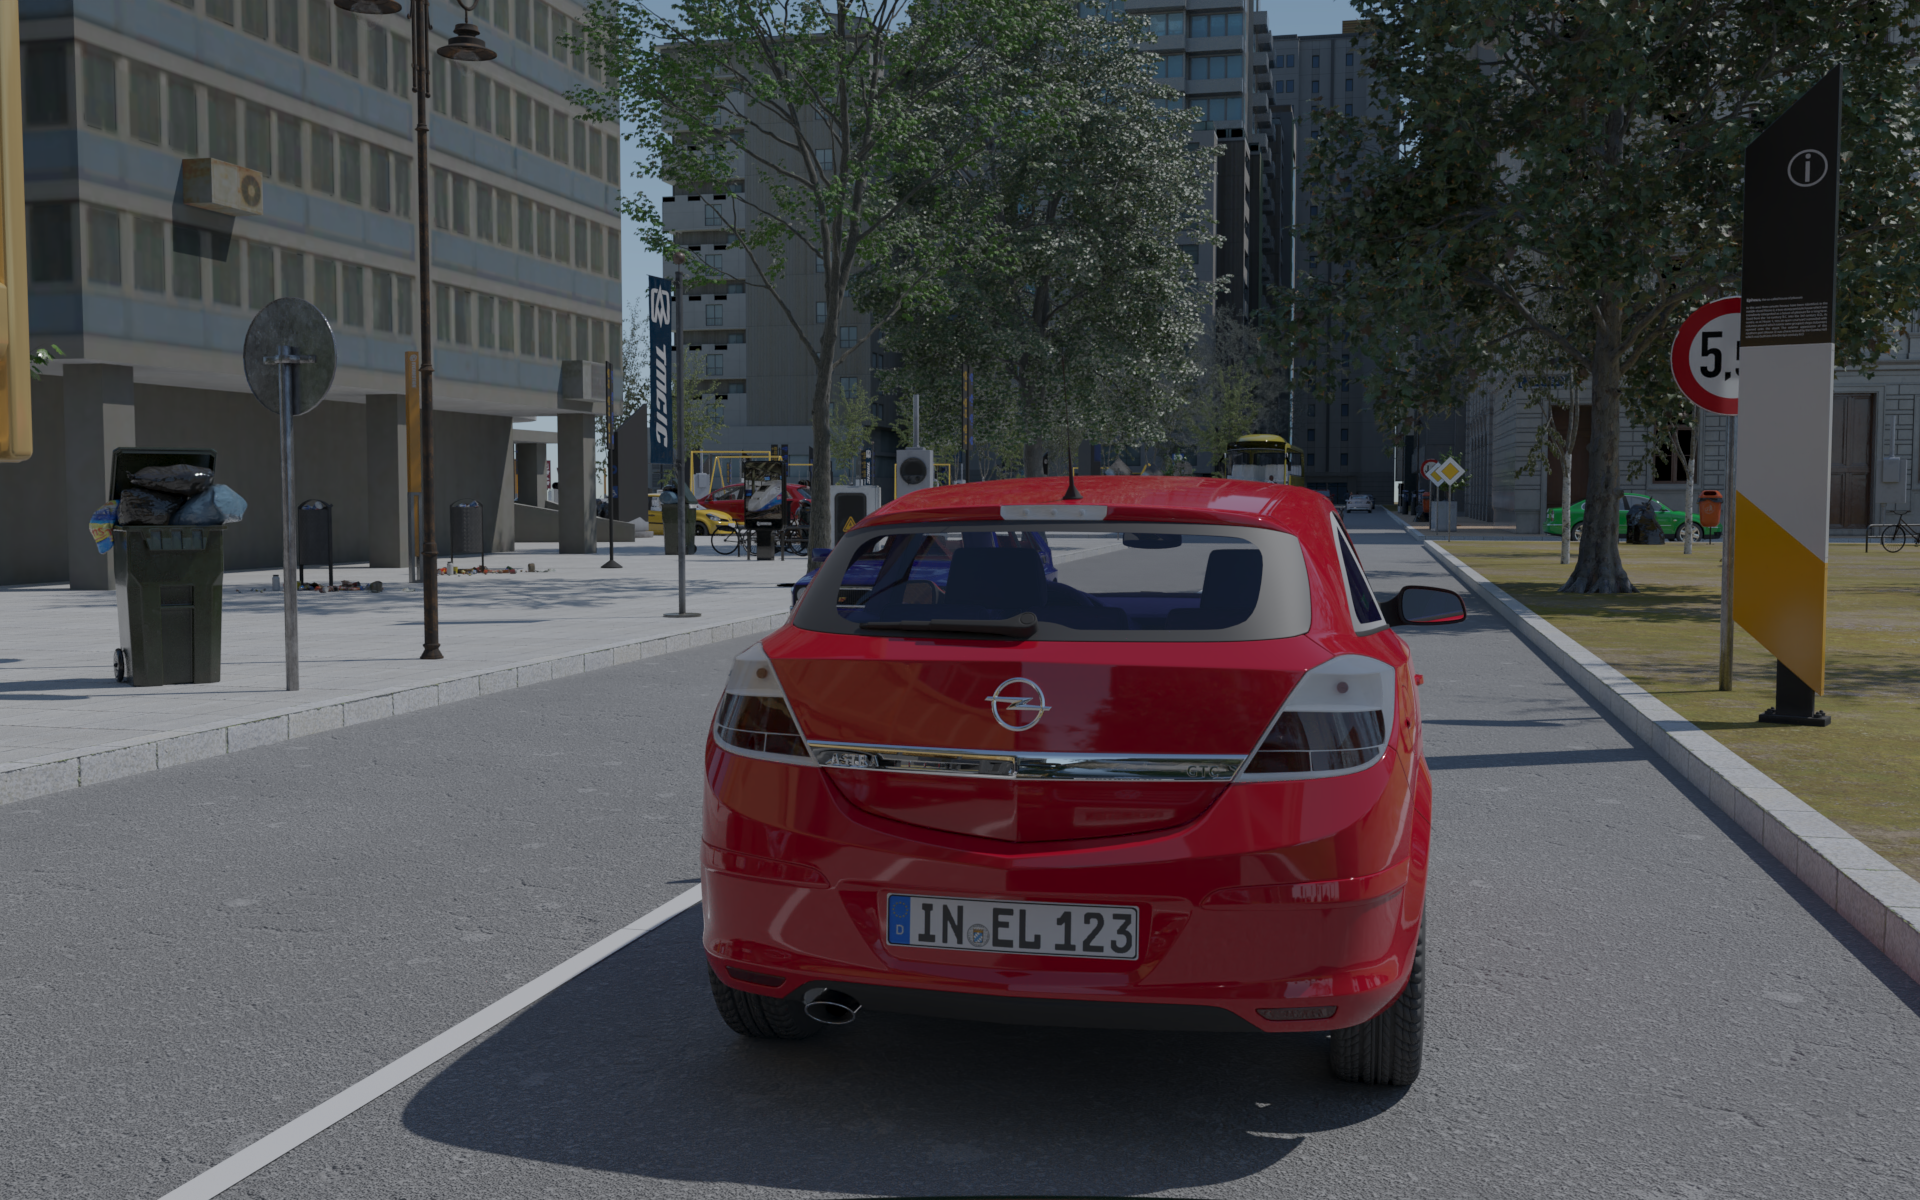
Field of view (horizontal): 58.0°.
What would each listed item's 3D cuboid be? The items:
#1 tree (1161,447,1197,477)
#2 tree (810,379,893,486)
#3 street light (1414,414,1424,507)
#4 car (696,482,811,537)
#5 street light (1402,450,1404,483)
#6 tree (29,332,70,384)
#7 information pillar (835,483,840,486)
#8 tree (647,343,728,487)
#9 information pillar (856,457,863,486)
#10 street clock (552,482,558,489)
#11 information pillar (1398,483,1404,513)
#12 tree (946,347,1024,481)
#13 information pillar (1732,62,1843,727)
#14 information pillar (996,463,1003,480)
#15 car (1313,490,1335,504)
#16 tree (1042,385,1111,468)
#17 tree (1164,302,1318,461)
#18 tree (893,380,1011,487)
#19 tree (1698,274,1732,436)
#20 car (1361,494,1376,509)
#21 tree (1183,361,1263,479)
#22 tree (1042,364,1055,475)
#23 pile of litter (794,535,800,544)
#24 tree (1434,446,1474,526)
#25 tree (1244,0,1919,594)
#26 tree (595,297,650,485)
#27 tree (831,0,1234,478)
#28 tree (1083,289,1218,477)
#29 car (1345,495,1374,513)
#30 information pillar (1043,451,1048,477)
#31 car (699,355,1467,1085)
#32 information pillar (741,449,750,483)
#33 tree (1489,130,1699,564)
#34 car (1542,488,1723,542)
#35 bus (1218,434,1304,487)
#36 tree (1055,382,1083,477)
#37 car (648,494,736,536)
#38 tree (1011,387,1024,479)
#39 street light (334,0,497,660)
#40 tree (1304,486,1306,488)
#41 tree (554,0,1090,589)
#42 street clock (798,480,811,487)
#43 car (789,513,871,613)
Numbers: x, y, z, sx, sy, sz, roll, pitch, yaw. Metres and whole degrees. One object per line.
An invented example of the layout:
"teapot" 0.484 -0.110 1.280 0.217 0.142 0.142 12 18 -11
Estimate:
"tree" 8.978 -4.686 71.225 1.663 3.219 1.824 0 3 0
"tree" -7.173 -9.801 110.600 4.737 8.622 4.395 0 3 0
"street light" 23.470 -7.091 88.725 0.468 5.910 1.993 1 4 13
"car" -7.065 -2.910 56.250 5.304 1.827 2.281 1 4 12
"street light" 32.185 -9.364 125.887 0.468 5.910 1.993 1 4 13
"tree" -6.406 -0.944 10.032 1.663 3.219 1.824 0 3 0
"information pillar" -8.374 -6.981 118.628 0.304 2.012 0.304 0 4 4
"tree" -13.667 -8.257 85.363 4.737 8.622 4.395 0 3 0
"information pillar" -5.718 -6.558 98.570 0.504 3.616 0.183 3 5 40
"street clock" -24.400 -6.121 104.645 0.471 2.002 0.358 -2 4 -26
"information pillar" 29.459 -6.801 115.681 0.304 2.012 0.304 -1 4 -14
"tree" 1.120 -7.934 80.079 4.360 8.622 3.978 0 3 0
"information pillar" 4.611 -1.119 9.644 0.504 3.616 0.183 3 4 36
"information pillar" 2.917 -8.340 127.714 0.504 3.616 0.183 1 4 23
"car" 30.309 -8.368 145.495 2.281 1.827 5.304 1 4 13
"tree" 7.662 -9.544 106.404 4.737 8.622 4.395 0 3 0
"tree" 17.510 -12.264 110.890 12.009 13.543 11.850 0 3 0
"tree" -0.477 -9.102 99.175 4.737 8.622 4.395 0 3 0
"tree" 15.440 -5.300 37.015 4.360 8.622 3.978 0 3 0
"car" 38.370 -9.300 164.064 2.014 1.417 4.499 1 4 11
"tree" 14.523 -8.854 95.128 4.737 8.622 4.395 0 3 0
"tree" 5.549 -8.629 91.454 4.360 8.622 3.978 0 3 0
"pile of litter" -3.911 -1.893 44.916 1.176 0.858 1.719 1 4 16
"tree" 19.671 -4.563 69.201 1.663 3.219 1.824 0 3 0
"tree" 8.524 -6.445 22.382 9.611 12.733 9.660 0 3 0
"tree" -12.820 -6.966 64.256 4.360 8.622 3.978 0 3 0
"tree" 1.659 -8.203 40.780 9.857 13.997 8.962 0 3 0
"tree" 6.916 -6.813 61.760 4.360 8.622 3.978 0 3 0
"car" 30.206 -7.256 130.995 2.083 1.381 4.827 1 4 14
"information pillar" 4.624 -6.343 95.056 0.504 3.616 0.183 -3 4 -38
"car" 0.609 0.197 5.825 2.155 1.783 4.494 1 4 13
"information pillar" -11.221 -6.069 90.577 0.504 3.616 0.183 -3 5 -40
"tree" 10.889 -4.970 31.625 4.360 8.622 3.978 0 3 0
"car" 18.792 -2.426 48.454 4.718 1.807 1.959 1 4 13
"bus" 13.234 -5.094 74.835 2.896 3.916 12.252 1 4 15
"tree" 7.245 -7.980 80.836 4.360 8.622 3.978 0 3 0
"car" -9.013 -2.702 54.400 3.980 1.641 2.015 1 4 15
"tree" 3.188 -9.777 110.208 4.737 8.622 4.395 0 3 0
"street light" -4.116 -2.479 13.318 0.468 5.910 1.993 1 4 13
"tree" 40.075 -12.882 205.226 1.663 3.219 1.824 0 3 0
"tree" -1.797 -5.978 23.497 9.928 11.665 9.643 0 3 0
"street clock" -7.908 -5.059 87.284 0.471 2.002 0.358 1 4 11
"car" -0.225 -0.171 15.378 1.945 1.354 3.894 1 4 13
